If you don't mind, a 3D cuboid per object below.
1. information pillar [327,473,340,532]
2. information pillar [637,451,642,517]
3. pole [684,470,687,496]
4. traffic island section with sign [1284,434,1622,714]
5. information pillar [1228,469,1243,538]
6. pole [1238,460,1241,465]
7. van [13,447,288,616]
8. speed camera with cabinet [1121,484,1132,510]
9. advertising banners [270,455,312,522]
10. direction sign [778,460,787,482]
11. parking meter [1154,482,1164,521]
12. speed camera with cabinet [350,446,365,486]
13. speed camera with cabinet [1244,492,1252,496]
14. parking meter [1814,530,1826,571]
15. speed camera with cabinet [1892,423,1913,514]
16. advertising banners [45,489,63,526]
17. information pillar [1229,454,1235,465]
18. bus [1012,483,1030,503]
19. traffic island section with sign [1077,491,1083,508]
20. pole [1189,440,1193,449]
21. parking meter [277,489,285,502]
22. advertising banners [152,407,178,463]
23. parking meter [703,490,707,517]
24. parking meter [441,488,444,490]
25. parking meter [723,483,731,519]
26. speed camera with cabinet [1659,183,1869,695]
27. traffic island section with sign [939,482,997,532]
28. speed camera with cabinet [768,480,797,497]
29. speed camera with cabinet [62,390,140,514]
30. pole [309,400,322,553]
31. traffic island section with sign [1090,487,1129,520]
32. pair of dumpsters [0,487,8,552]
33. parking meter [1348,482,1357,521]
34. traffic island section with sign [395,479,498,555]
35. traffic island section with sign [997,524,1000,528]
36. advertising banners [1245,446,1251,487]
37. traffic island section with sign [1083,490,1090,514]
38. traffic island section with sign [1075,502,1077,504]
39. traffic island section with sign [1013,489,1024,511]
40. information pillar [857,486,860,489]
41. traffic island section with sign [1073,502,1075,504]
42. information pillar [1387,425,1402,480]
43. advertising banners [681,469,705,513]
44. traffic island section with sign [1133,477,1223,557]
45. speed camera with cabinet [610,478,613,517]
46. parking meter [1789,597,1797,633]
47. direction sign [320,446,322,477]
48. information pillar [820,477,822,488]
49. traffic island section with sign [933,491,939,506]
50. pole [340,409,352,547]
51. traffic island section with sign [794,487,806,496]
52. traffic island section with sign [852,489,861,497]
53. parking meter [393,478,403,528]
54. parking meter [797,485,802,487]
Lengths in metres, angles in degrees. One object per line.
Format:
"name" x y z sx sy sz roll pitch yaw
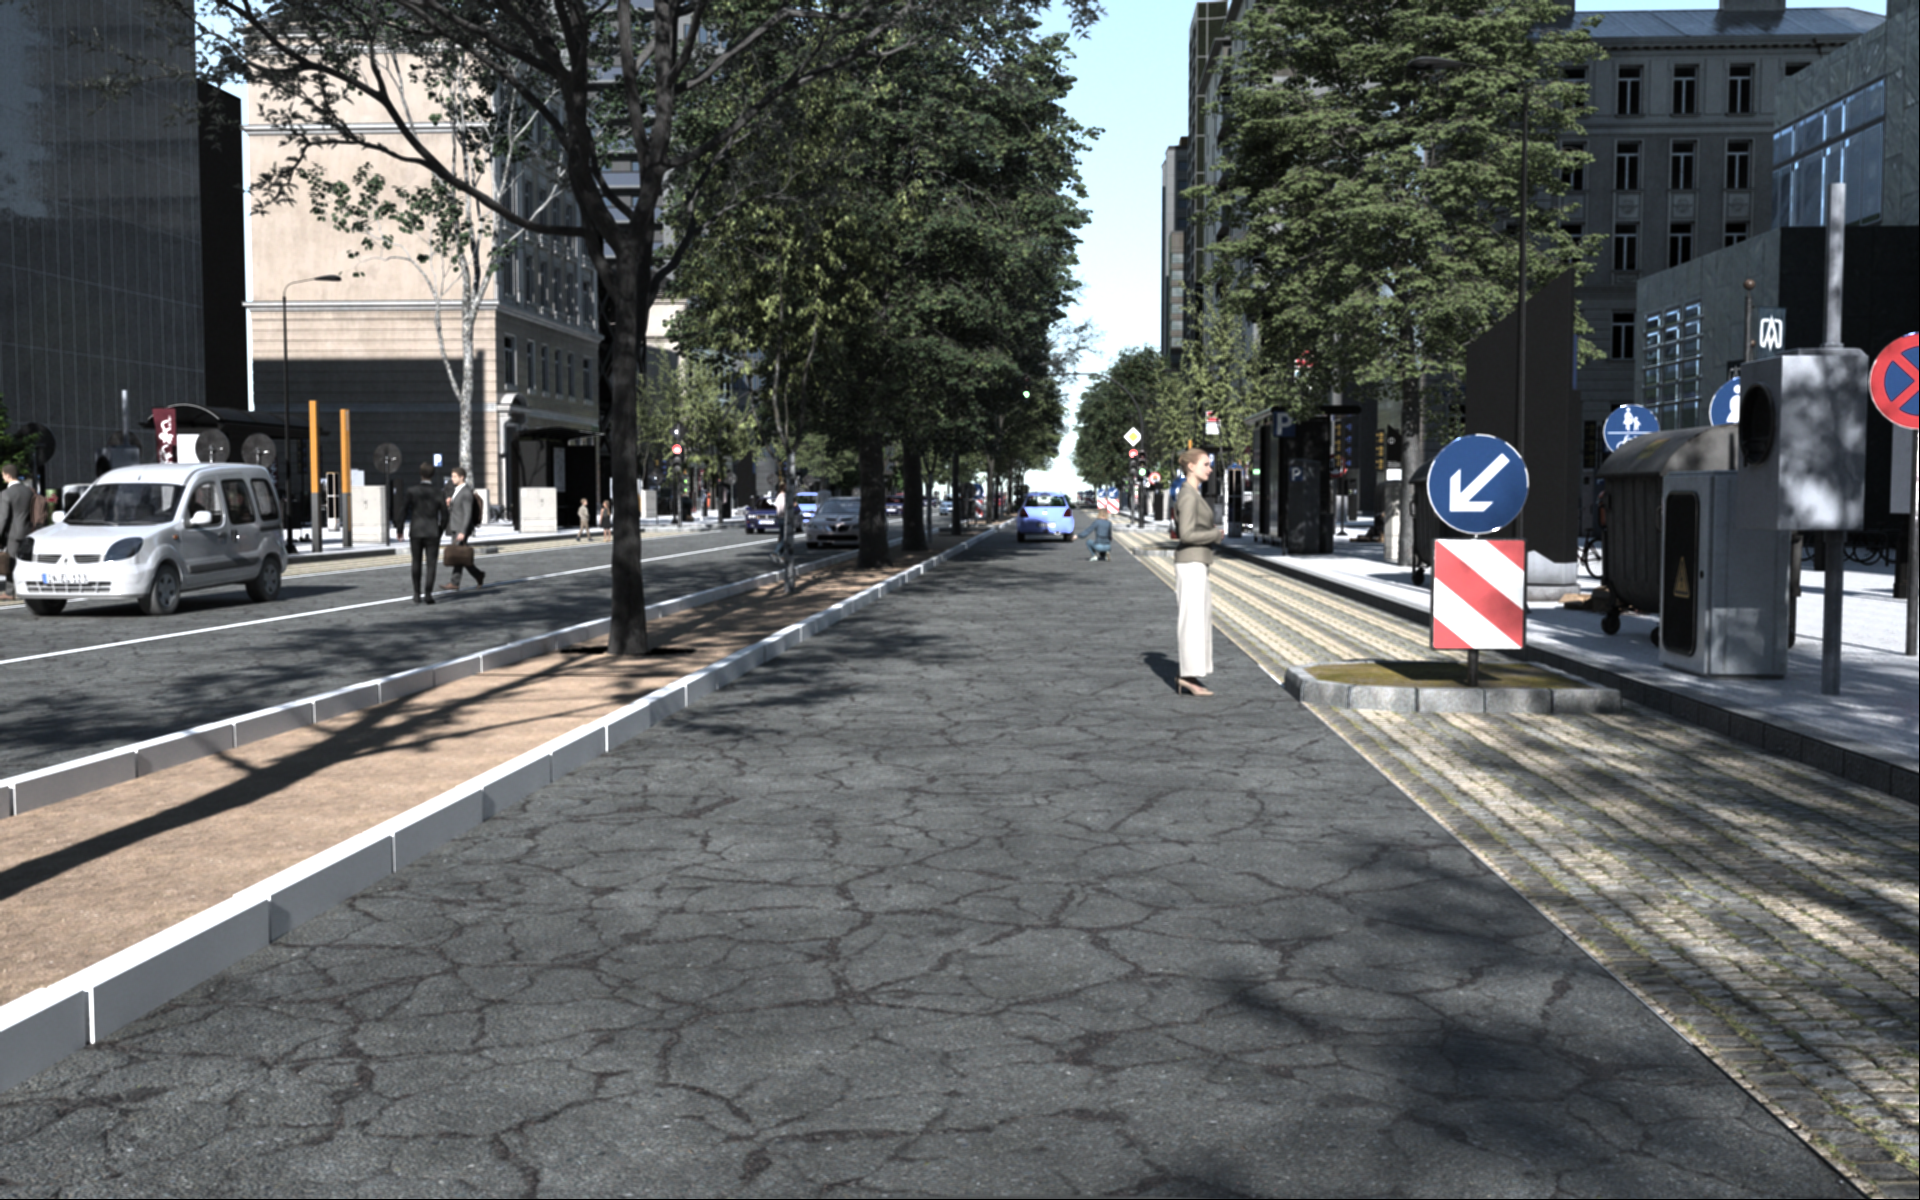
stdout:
"information pillar" -21.442 -3.350 59.269 0.304 2.012 0.304 1 4 14
"information pillar" -17.604 -6.344 95.077 0.183 3.616 0.504 1 4 11
"pole" -18.541 -7.520 116.797 0.158 3.312 0.155 0 3 0
"traffic island section with sign" 3.356 -0.219 12.215 1.989 1.847 2.006 0 4 3
"information pillar" 8.073 -2.835 50.839 0.304 2.012 0.304 -2 4 -26
"pole" 16.624 -6.682 103.099 0.158 3.312 0.155 0 3 0
"van" -10.063 -0.900 21.728 2.013 2.044 4.112 0 4 4
"speed camera with cabinet" 13.684 -8.997 141.441 0.660 3.252 2.038 1 4 18
"advertising banners" -30.152 -4.999 77.919 0.090 3.025 2.074 3 5 42
"direction sign" -11.856 -7.572 115.804 0.379 3.537 0.876 -3 5 -45
"parking meter" 9.512 -4.714 82.792 0.255 1.863 0.399 -3 5 -41
"speed camera with cabinet" -21.985 -4.225 63.419 0.660 3.252 2.038 -2 4 -32
"speed camera with cabinet" 22.213 -8.328 130.495 2.038 3.252 0.660 1 4 9
"parking meter" 14.501 -1.420 28.926 0.399 1.863 0.255 0 4 1
"speed camera with cabinet" 12.017 -1.586 20.271 2.038 3.252 0.660 0 4 -6
"advertising banners" -22.417 -2.761 41.324 2.074 3.025 0.090 0 4 -1
"information pillar" 15.674 -6.643 99.968 0.504 3.616 0.183 -3 5 -39
"bus" 10.489 -18.375 295.288 2.948 3.499 13.247 0 4 4
"traffic island section with sign" 12.895 -10.016 172.385 1.989 1.847 2.006 0 4 3
"pole" 8.690 -4.374 65.353 0.158 3.312 0.155 0 3 0
"parking meter" -32.174 -4.507 82.096 0.372 1.533 0.369 0 3 0
"advertising banners" -15.268 -2.367 34.895 2.074 3.025 0.090 0 4 7
"parking meter" -14.487 -5.481 98.022 0.372 1.533 0.369 0 3 0
"parking meter" -19.362 -3.476 65.237 0.372 1.533 0.369 0 3 0
"parking meter" -12.232 -5.213 90.940 0.399 1.863 0.255 -3 5 -40
"speed camera with cabinet" 5.439 -1.070 11.837 0.660 3.252 2.038 0 4 3
"traffic island section with sign" 0.252 -3.521 65.707 2.006 1.907 1.989 0 4 3
"speed camera with cabinet" -11.148 -6.999 108.768 0.660 3.252 2.038 3 4 39
"speed camera with cabinet" -16.539 -2.384 33.318 2.038 3.252 0.660 3 4 38
"pole" -14.080 -2.691 37.845 0.158 3.312 0.155 0 3 0
"traffic island section with sign" 8.330 -5.327 95.720 1.989 1.847 2.006 0 4 3
"pair of dumpsters" -17.928 -1.634 29.212 1.574 2.255 4.437 0 4 3
"parking meter" 18.790 -4.719 82.861 0.399 1.863 0.255 -3 5 -40
"traffic island section with sign" -12.198 -2.008 41.467 1.989 1.847 2.006 0 4 3
"traffic island section with sign" 0.702 -3.973 73.100 2.006 1.907 1.989 0 4 3
"advertising banners" 10.697 -4.061 62.589 0.090 3.025 2.074 -1 4 -14
"traffic island section with sign" 9.938 -6.985 122.836 1.989 1.847 2.006 0 4 3
"traffic island section with sign" 14.496 -11.663 199.319 1.989 1.847 2.006 0 4 3
"traffic island section with sign" 5.157 -8.561 148.107 2.006 1.907 1.989 0 4 3
"information pillar" -8.522 -9.389 144.859 0.183 3.616 0.504 2 4 27
"traffic island section with sign" 17.769 -15.027 254.321 1.989 1.847 2.006 0 4 3
"information pillar" 14.474 -4.065 57.816 0.504 3.616 0.183 1 4 15
"advertising banners" -18.973 -7.734 122.634 2.074 3.025 0.090 -2 4 -31
"traffic island section with sign" 5.049 -1.939 40.330 1.989 1.847 2.006 0 4 3
"speed camera with cabinet" -18.343 -6.013 92.655 0.660 3.252 2.038 0 4 -5
"parking meter" 7.382 -0.445 15.684 0.372 1.533 0.369 0 3 0
"direction sign" -30.192 -5.461 81.278 0.876 3.537 0.379 2 4 35
"information pillar" -10.988 -8.938 137.495 0.183 3.616 0.504 -1 4 -15
"traffic island section with sign" -2.713 -11.759 200.887 1.989 1.847 2.006 0 4 3
"pole" -14.752 -2.922 41.622 0.158 3.312 0.155 0 3 0
"traffic island section with sign" -8.936 -5.372 96.456 1.989 1.847 2.006 0 4 3
"traffic island section with sign" -7.335 -7.018 123.364 1.989 1.847 2.006 0 4 3
"parking meter" -21.104 -3.629 65.052 0.255 1.863 0.399 -3 5 -41
"parking meter" -10.651 -6.644 114.342 0.255 1.863 0.399 2 4 30
